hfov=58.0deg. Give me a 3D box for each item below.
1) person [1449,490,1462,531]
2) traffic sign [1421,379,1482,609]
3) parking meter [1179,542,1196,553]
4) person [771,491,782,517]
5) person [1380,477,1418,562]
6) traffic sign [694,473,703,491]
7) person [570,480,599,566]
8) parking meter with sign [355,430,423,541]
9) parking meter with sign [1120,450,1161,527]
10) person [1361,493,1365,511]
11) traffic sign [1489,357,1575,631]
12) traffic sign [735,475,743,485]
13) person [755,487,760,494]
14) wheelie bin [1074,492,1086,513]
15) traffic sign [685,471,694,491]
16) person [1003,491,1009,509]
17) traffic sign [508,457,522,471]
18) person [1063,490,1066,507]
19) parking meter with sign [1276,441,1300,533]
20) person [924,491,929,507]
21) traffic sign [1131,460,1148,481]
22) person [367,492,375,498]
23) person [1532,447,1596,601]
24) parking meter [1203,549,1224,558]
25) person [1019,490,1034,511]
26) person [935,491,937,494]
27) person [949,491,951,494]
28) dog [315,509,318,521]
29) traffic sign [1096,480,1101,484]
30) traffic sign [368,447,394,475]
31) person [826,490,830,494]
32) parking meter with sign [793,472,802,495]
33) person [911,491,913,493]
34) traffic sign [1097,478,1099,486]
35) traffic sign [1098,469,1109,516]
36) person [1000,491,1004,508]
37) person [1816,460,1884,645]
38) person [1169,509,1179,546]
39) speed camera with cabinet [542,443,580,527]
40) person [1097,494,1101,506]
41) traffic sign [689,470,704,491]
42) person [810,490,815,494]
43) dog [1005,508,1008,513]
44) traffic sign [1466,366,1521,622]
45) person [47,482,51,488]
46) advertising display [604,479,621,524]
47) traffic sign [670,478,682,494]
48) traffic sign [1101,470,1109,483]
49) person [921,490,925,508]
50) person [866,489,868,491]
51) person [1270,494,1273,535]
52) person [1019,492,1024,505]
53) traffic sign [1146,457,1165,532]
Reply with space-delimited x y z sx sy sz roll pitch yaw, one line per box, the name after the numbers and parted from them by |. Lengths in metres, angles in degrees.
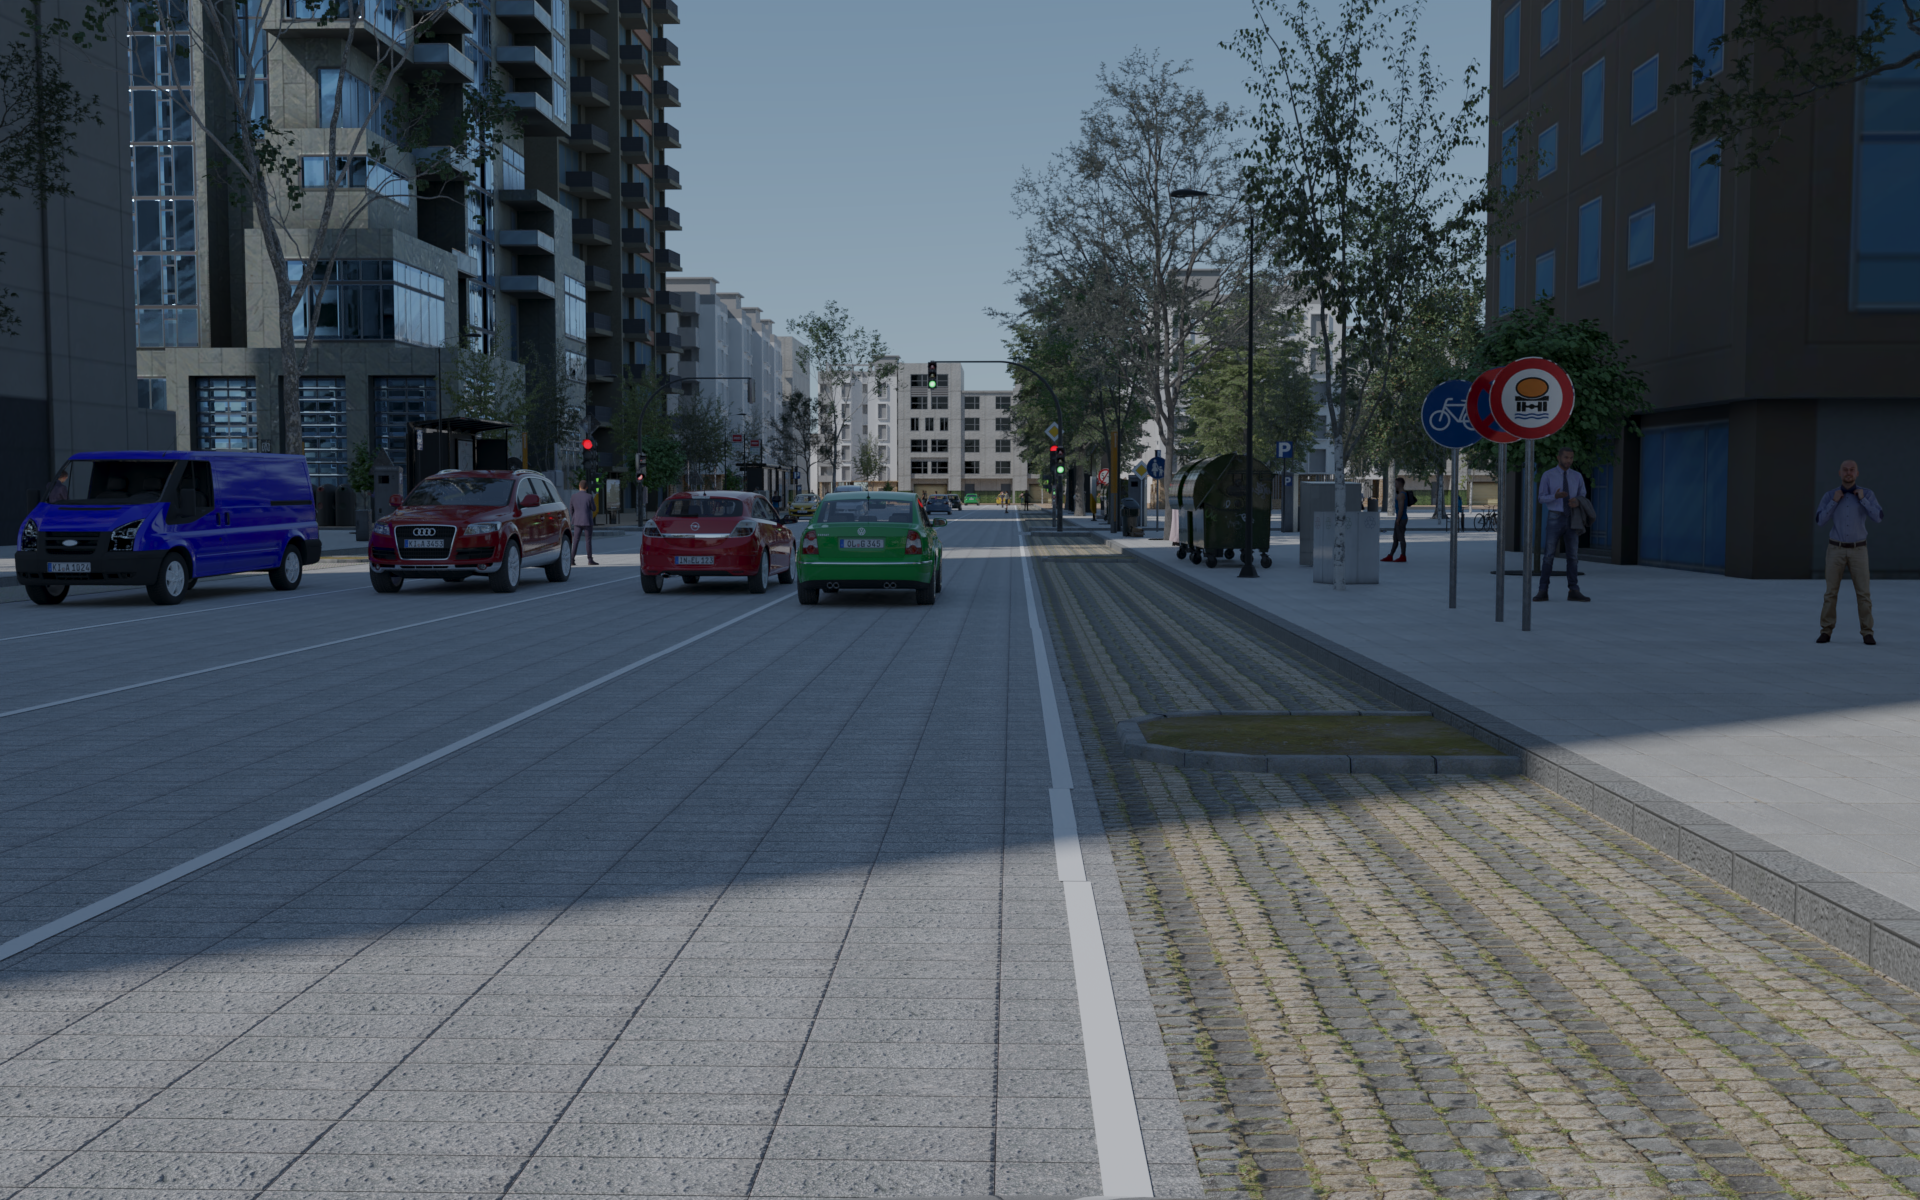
18.471 -3.321 64.507 0.593 1.614 0.444 -1 4 -17 | person
5.532 -1.178 19.371 0.768 2.556 0.104 1 4 8 | traffic sign
5.005 -1.969 37.909 0.399 1.863 0.255 2 4 35 | parking meter
-8.973 -4.565 85.002 0.647 1.594 0.662 1 4 16 | person
8.282 -1.514 32.674 0.662 1.594 0.647 1 4 10 | person
-15.593 -6.253 102.335 0.768 2.556 0.104 0 4 3 | traffic sign
-7.557 -1.550 34.767 0.541 1.710 0.530 1 4 20 | person
-15.540 -3.109 47.087 1.738 3.016 0.543 0 4 -3 | parking meter with sign
7.026 -4.416 68.462 1.738 3.016 0.543 2 4 24 | parking meter with sign
18.838 -4.502 81.869 0.590 1.554 0.614 -3 5 -44 | person
5.311 -0.982 16.165 0.768 2.556 0.104 0 4 8 | traffic sign
-14.586 -6.933 113.466 0.768 2.556 0.104 1 4 11 | traffic sign
-12.862 -6.334 110.328 0.376 1.734 0.841 0 4 1 | person
7.214 -5.887 104.159 0.693 1.594 0.980 -1 4 -9 | wheelie bin
-15.144 -5.966 97.647 0.768 2.556 0.104 0 4 8 | traffic sign
4.462 -9.734 168.436 0.721 1.735 1.217 2 4 24 | person
-15.279 -3.619 59.273 0.768 2.556 0.104 1 4 10 | traffic sign
10.541 -10.152 172.757 1.217 1.736 0.721 -1 4 -23 | person
11.100 -3.785 58.151 0.543 3.016 1.738 2 4 25 | parking meter with sign
-3.962 -11.634 198.730 0.705 1.823 1.348 -3 5 -41 | person
7.056 -4.126 67.189 0.795 2.593 0.064 1 4 11 | traffic sign
-17.649 -2.847 52.466 0.709 1.838 0.599 2 4 27 | person
7.189 -0.895 20.547 0.709 1.838 0.599 0 4 -2 | person
5.140 -1.801 35.156 0.399 1.863 0.255 3 5 44 | parking meter
5.656 -8.481 147.296 1.348 1.807 0.705 1 4 23 | person
-2.403 -9.671 167.310 0.721 1.739 1.217 1 4 10 | person
-0.851 -9.723 168.193 0.721 1.735 1.217 -2 4 -26 | person
-21.177 -2.549 56.050 0.800 0.831 0.513 -2 4 -26 | dog
7.627 -5.593 91.442 0.884 2.594 0.081 0 4 2 | traffic sign
-16.049 -2.947 48.190 0.884 2.594 0.081 0 4 5 | traffic sign
-15.615 -12.151 205.166 0.683 1.767 0.568 0 4 6 | person
-12.620 -8.499 135.221 0.543 3.016 1.738 -1 4 -13 | parking meter with sign
-5.500 -11.838 202.774 0.721 1.735 1.217 -2 4 -35 | person
9.866 -7.770 127.147 0.768 2.556 0.104 0 4 6 | traffic sign
7.261 -5.277 86.381 0.768 2.556 0.104 0 4 7 | traffic sign
4.369 -10.587 182.399 0.445 1.727 0.742 -3 4 -37 | person
7.617 -0.412 14.837 0.516 1.574 0.319 2 4 35 | person
5.445 -2.203 42.727 0.621 1.740 0.551 -1 4 -22 | person
-15.586 -4.516 68.180 0.660 3.252 2.038 2 4 26 | speed camera with cabinet
14.839 -10.743 182.379 1.217 1.739 0.721 -3 5 -43 | person
-14.182 -5.695 93.115 0.884 2.594 0.081 0 4 5 | traffic sign
-16.031 -11.070 187.583 0.990 1.755 0.434 0 4 5 | person
3.373 -6.615 128.349 0.550 0.427 0.748 2 4 32 | dog
5.424 -1.054 17.334 0.768 2.556 0.104 0 4 3 | traffic sign
-18.205 -1.749 35.083 0.683 1.767 0.568 1 4 19 | person
-14.838 -4.206 73.978 0.123 1.923 0.974 2 4 26 | advertising display
-15.941 -5.906 96.574 0.884 2.594 0.081 1 4 11 | traffic sign
7.343 -5.188 84.827 0.884 2.594 0.081 0 4 4 | traffic sign
-3.705 -10.084 173.380 0.705 1.822 1.348 0 4 4 | person
-8.077 -8.750 151.508 1.348 1.831 0.705 2 4 31 | person
9.527 -2.676 53.699 0.340 1.345 0.435 -2 4 -27 | person
8.002 -12.950 220.938 1.217 1.736 0.721 2 4 32 | person
6.714 -3.593 58.855 0.768 2.556 0.104 1 4 9 | traffic sign
